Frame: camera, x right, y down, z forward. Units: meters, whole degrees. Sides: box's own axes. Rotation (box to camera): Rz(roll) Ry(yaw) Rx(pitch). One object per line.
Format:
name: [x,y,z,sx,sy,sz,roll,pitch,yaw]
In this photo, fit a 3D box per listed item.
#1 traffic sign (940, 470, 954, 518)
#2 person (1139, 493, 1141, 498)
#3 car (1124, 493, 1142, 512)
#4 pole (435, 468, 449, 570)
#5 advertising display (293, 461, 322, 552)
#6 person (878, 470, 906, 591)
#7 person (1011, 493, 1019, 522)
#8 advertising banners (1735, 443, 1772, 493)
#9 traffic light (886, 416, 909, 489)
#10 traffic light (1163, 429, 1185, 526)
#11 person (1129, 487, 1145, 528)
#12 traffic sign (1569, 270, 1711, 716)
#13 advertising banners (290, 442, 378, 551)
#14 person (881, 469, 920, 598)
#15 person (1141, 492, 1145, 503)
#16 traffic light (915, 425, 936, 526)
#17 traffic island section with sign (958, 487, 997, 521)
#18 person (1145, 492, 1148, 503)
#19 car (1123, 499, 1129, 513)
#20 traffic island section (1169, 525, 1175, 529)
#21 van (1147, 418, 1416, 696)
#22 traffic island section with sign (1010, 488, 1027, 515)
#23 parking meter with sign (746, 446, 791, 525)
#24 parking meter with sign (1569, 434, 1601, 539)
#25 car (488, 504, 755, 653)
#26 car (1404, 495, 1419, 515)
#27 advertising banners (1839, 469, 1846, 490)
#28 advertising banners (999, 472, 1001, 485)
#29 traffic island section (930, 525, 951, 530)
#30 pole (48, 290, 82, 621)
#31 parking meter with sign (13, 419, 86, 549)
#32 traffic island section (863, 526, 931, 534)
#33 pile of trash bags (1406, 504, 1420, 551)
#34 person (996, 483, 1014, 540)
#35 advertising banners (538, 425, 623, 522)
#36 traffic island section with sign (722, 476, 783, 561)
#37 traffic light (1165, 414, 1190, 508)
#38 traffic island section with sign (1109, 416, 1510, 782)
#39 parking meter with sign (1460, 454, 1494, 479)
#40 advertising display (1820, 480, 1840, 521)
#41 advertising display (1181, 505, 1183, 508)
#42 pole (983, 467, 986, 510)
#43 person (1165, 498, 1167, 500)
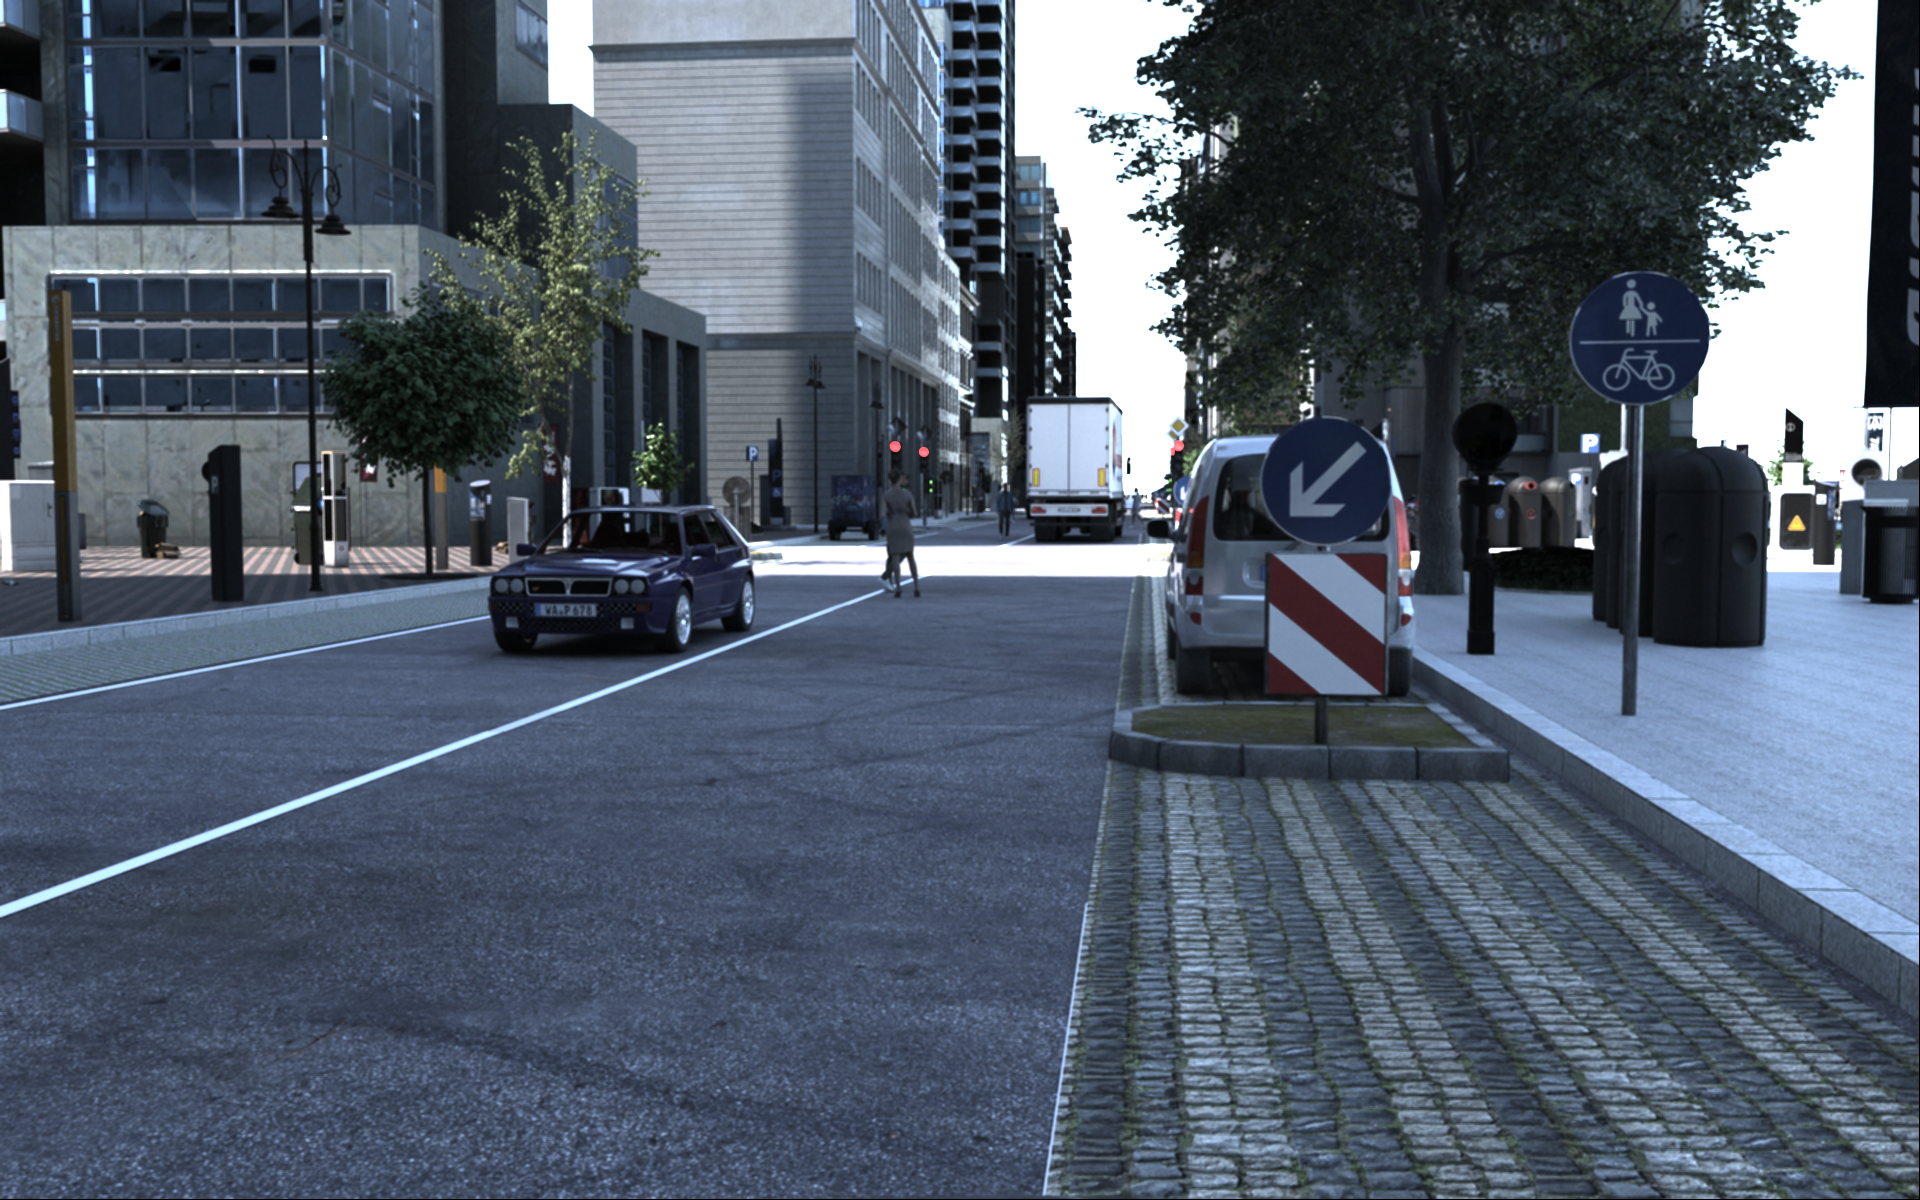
traffic sign: [-0.714,-5.678,92.939,0.768,2.556,0.104,1,4,15]
person: [28.766,-16.539,278.935,0.705,1.821,1.348,3,5,39]
car: [13.669,-7.938,139.377,1.945,1.707,3.694,0,4,5]
pole: [-8.773,-2.166,29.254,0.158,3.312,0.155,0,3,0]
advertising display: [-12.659,-1.777,34.262,0.974,1.923,0.123,-1,4,-10]
person: [-1.002,-1.014,25.416,0.444,1.785,0.601,-1,4,-10]
person: [2.712,-4.732,88.458,0.523,1.515,0.503,-3,5,-43]
advertising banners: [27.454,-3.858,59.270,0.090,3.025,2.074,-2,4,-34]
traffic light: [-2.265,-4.489,62.321,0.839,4.253,0.868,0,4,6]
traffic light: [8.545,-4.911,69.208,0.839,4.253,0.868,0,4,6]
person: [7.459,-3.903,73.059,0.760,1.731,0.466,-2,4,-35]
traffic sign: [3.886,-0.604,9.984,0.768,2.556,0.104,1,4,11]
advertising banners: [-13.913,-2.599,38.683,2.074,3.025,0.090,0,4,1]
person: [-0.826,-0.929,24.035,0.599,1.781,0.374,-1,4,-15]
person: [28.921,-16.158,273.210,0.750,1.759,0.617,-3,5,-44]
traffic light: [-1.410,-4.975,70.261,0.839,4.253,0.868,0,4,6]
traffic island section with sign: [0.980,-5.158,92.962,1.989,1.847,2.006,0,4,6]
person: [28.644,-15.685,265.864,0.541,1.710,0.530,1,4,20]
car: [11.989,-7.488,134.221,2.131,1.459,4.920,0,4,7]
traffic island section: [8.584,-2.877,69.318,2.009,0.180,2.903,0,4,6]
van: [2.489,-0.406,13.654,2.013,2.044,4.112,0,4,5]
traffic island section with sign: [3.891,-6.810,119.974,1.989,1.847,2.006,0,4,6]
parking meter with sign: [-6.886,-4.065,62.719,1.738,3.016,0.543,2,4,34]
parking meter with sign: [17.753,-3.266,49.661,0.543,3.016,1.738,3,5,40]
car: [-3.200,-0.265,16.914,1.945,1.354,3.894,0,4,6]
car: [18.733,-3.417,64.907,4.494,1.783,2.155,0,4,6]
advertising banners: [60.674,-7.606,120.549,0.090,3.025,2.074,-2,4,-27]
advertising banners: [2.987,-8.679,138.082,0.090,3.025,2.074,-1,4,-13]
traffic island section: [-1.449,-2.943,70.399,2.009,0.180,2.903,0,4,6]
pole: [-9.022,-1.444,17.457,0.158,3.312,0.155,0,3,0]
parking meter with sign: [-21.185,-2.685,40.158,1.738,3.016,0.543,0,4,7]
traffic island section: [-2.304,-2.457,62.460,2.009,0.180,2.903,0,4,6]
pile of trash bags: [8.889,-1.793,39.075,3.447,1.369,1.912,-2,4,-27]
person: [1.409,-2.776,54.235,0.601,1.785,0.444,0,4,-5]
advertising banners: [-9.478,-2.880,43.269,2.074,3.025,0.090,0,4,0]
traffic island section with sign: [-4.951,-1.790,37.902,1.989,1.847,2.006,0,4,6]
traffic light: [7.690,-4.425,61.269,0.839,4.253,0.868,0,4,6]
traffic island section with sign: [1.836,-0.059,9.598,1.989,1.847,2.006,0,4,6]
parking meter with sign: [17.210,-3.714,56.984,1.738,3.016,0.543,-3,4,-37]
advertising display: [40.628,-4.639,81.062,0.974,1.923,0.123,3,5,45]
advertising display: [17.891,-8.221,139.632,0.123,1.923,0.974,0,4,-2]
pole: [1.854,-8.488,132.619,0.158,3.312,0.155,0,3,0]
person: [14.726,-7.057,124.158,0.850,1.792,0.678,0,4,2]
